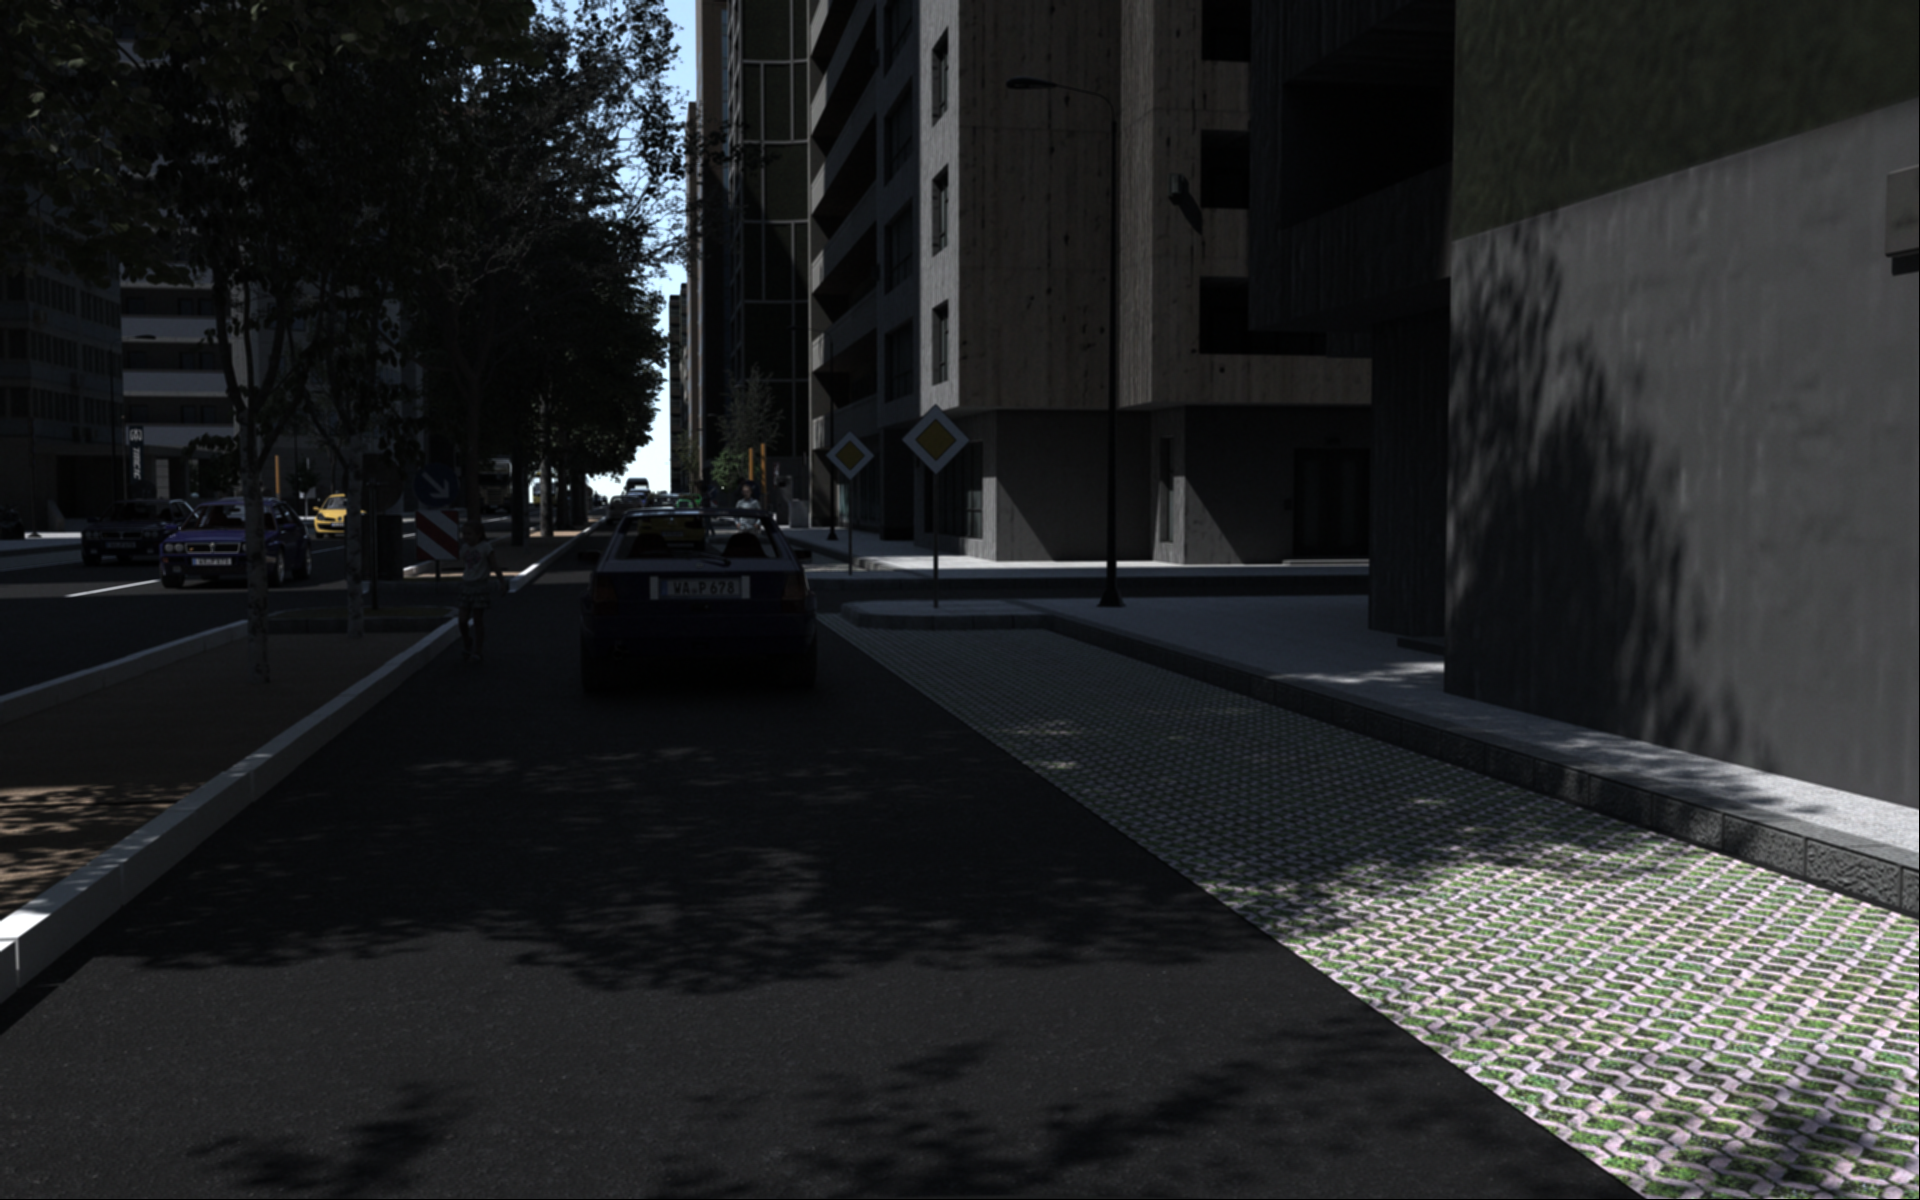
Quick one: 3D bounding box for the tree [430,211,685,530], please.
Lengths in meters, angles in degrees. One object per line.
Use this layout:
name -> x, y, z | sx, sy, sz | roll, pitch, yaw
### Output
tree -> -15.676, -9.086, 68.021 | 9.611, 12.733, 9.660 | 0, 3, 0

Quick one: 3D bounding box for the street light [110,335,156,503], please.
street light -> -24.153, -4.773, 50.581 | 1.470, 5.913, 1.316 | -1, 4, -10

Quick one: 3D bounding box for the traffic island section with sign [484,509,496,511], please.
traffic island section with sign -> -41.063, -8.604, 149.307 | 1.989, 1.847, 2.006 | -1, 4, -10

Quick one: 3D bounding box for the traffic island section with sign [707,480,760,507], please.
traffic island section with sign -> -6.227, -2.522, 49.860 | 1.989, 1.847, 2.006 | -1, 4, -10

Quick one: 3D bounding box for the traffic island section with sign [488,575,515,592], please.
traffic island section with sign -> -7.756, -1.089, 25.941 | 2.006, 1.907, 1.989 | -1, 4, -10

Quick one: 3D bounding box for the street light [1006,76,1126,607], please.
street light -> 1.199, -2.875, 19.541 | 1.470, 5.913, 1.316 | -1, 4, -10

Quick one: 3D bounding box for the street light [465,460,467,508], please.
street light -> -43.417, -11.104, 154.097 | 1.470, 5.913, 1.316 | -1, 4, -10

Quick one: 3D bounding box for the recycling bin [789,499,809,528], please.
recycling bin -> -6.130, -3.262, 65.894 | 0.722, 1.027, 0.722 | -1, 4, -11

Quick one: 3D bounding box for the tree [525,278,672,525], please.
tree -> -17.427, -10.350, 78.327 | 9.857, 13.997, 8.962 | 0, 3, 0

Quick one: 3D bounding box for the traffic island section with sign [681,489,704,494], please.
traffic island section with sign -> -11.150, -4.143, 76.364 | 1.989, 1.847, 2.006 | -1, 4, -10

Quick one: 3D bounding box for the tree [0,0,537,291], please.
tree -> -4.166, -5.225, 6.010 | 7.486, 12.596, 7.792 | 0, 3, 0

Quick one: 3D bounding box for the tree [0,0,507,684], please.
tree -> -5.227, -3.655, 12.572 | 4.360, 8.622, 3.978 | 0, 3, 0

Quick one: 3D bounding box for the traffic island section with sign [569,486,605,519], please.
traffic island section with sign -> -21.496, -5.607, 99.817 | 2.006, 1.907, 1.989 | -1, 4, -10

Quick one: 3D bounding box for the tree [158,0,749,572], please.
tree -> -9.134, -7.297, 32.129 | 12.009, 13.543, 11.850 | 0, 3, 0

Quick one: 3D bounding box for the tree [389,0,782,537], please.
tree -> -12.526, -12.148, 56.961 | 12.611, 20.169, 13.585 | 0, 3, 0

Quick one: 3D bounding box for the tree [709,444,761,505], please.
tree -> -13.920, -7.622, 108.339 | 4.285, 4.588, 4.351 | 0, 3, 0

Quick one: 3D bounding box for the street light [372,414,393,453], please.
street light -> -33.302, -7.790, 99.907 | 1.470, 5.913, 1.316 | -1, 4, -10

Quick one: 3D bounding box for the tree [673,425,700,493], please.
tree -> -28.357, -14.273, 183.723 | 4.737, 8.622, 4.395 | 0, 3, 0

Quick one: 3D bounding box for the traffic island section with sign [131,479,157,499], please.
traffic island section with sign -> -21.926, -2.308, 46.367 | 1.989, 1.847, 2.006 | -1, 4, -10

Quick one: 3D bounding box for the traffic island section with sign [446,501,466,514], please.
traffic island section with sign -> -36.131, -6.983, 122.805 | 1.989, 1.847, 2.006 | -1, 4, -10

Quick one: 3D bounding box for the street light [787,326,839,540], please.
street light -> -4.091, -4.618, 48.040 | 1.470, 5.913, 1.316 | -1, 4, -10

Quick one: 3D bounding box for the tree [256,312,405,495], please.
tree -> -31.858, -9.348, 87.252 | 8.767, 10.594, 7.601 | 0, 4, 5

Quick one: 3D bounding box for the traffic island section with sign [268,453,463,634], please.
traffic island section with sign -> -6.412, -0.643, 18.656 | 2.006, 1.907, 1.989 | -1, 4, -10

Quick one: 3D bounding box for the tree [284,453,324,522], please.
tree -> -30.822, -5.289, 81.070 | 1.663, 3.219, 1.824 | 0, 3, 0

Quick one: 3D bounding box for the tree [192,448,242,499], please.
tree -> -28.020, -4.361, 65.908 | 1.663, 3.219, 1.824 | 0, 3, 0

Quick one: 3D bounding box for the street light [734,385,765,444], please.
street light -> -8.959, -6.224, 74.304 | 1.470, 5.913, 1.316 | -1, 4, -10

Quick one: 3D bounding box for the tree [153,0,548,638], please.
tree -> -6.071, -3.934, 17.135 | 4.737, 8.622, 4.395 | 0, 3, 0

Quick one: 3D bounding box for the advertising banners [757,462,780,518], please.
advertising banners -> -10.491, -5.966, 93.725 | 0.090, 3.025, 2.074 | 3, 5, 43

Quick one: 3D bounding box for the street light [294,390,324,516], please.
street light -> -29.199, -6.428, 77.634 | 1.470, 5.913, 1.316 | -1, 4, -10

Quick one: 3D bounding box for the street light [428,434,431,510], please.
street light -> -38.362, -9.441, 126.907 | 1.470, 5.913, 1.316 | -1, 4, -10

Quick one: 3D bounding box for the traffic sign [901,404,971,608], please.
traffic sign -> -0.276, -0.968, 19.471 | 0.795, 2.450, 0.064 | -1, 4, -10

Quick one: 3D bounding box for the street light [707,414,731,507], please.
street light -> -13.991, -7.863, 101.099 | 1.470, 5.913, 1.316 | -1, 4, -10

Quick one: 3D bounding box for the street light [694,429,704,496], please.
street light -> -18.057, -9.230, 123.452 | 1.470, 5.913, 1.316 | -1, 4, -10

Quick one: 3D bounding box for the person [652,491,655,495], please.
person -> -40.568, -13.501, 229.252 | 1.348, 1.823, 0.705 | 0, 4, -6

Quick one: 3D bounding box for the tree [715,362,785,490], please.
tree -> -11.961, -8.988, 97.309 | 4.360, 8.622, 3.978 | 0, 3, 0

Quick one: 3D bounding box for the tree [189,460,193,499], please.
tree -> -37.775, -5.552, 85.383 | 1.663, 3.219, 1.824 | 0, 3, 0

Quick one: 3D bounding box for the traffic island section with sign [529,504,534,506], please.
traffic island section with sign -> -56.018, -13.527, 229.787 | 1.989, 1.847, 2.006 | -1, 4, -10

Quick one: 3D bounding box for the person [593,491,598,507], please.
person -> -40.700, -11.311, 193.511 | 0.705, 1.814, 1.350 | -3, 4, -37

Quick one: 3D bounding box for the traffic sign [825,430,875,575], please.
traffic sign -> -1.735, -1.448, 27.322 | 0.795, 2.450, 0.064 | -1, 4, -10

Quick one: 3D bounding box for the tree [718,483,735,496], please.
tree -> -15.232, -7.242, 113.014 | 1.663, 3.219, 1.824 | 0, 3, 0

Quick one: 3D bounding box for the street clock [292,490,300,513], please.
street clock -> -31.633, -4.769, 82.536 | 0.471, 2.002, 0.358 | -2, 4, -34

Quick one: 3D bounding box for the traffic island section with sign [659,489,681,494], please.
traffic island section with sign -> -25.256, -8.783, 152.224 | 1.989, 1.847, 2.006 | -1, 4, -10

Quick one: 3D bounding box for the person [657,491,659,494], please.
person -> -29.900, -9.957, 171.823 | 1.217, 1.766, 0.721 | 1, 4, 18

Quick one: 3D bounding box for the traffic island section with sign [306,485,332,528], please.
traffic island section with sign -> -26.897, -3.947, 73.155 | 1.989, 1.847, 2.006 | -1, 4, -10

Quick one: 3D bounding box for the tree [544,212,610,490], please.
tree -> -10.188, -5.362, 40.493 | 4.360, 8.622, 3.978 | 0, 3, 0

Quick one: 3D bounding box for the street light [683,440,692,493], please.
street light -> -22.967, -10.836, 149.708 | 1.470, 5.913, 1.316 | -1, 4, -10
